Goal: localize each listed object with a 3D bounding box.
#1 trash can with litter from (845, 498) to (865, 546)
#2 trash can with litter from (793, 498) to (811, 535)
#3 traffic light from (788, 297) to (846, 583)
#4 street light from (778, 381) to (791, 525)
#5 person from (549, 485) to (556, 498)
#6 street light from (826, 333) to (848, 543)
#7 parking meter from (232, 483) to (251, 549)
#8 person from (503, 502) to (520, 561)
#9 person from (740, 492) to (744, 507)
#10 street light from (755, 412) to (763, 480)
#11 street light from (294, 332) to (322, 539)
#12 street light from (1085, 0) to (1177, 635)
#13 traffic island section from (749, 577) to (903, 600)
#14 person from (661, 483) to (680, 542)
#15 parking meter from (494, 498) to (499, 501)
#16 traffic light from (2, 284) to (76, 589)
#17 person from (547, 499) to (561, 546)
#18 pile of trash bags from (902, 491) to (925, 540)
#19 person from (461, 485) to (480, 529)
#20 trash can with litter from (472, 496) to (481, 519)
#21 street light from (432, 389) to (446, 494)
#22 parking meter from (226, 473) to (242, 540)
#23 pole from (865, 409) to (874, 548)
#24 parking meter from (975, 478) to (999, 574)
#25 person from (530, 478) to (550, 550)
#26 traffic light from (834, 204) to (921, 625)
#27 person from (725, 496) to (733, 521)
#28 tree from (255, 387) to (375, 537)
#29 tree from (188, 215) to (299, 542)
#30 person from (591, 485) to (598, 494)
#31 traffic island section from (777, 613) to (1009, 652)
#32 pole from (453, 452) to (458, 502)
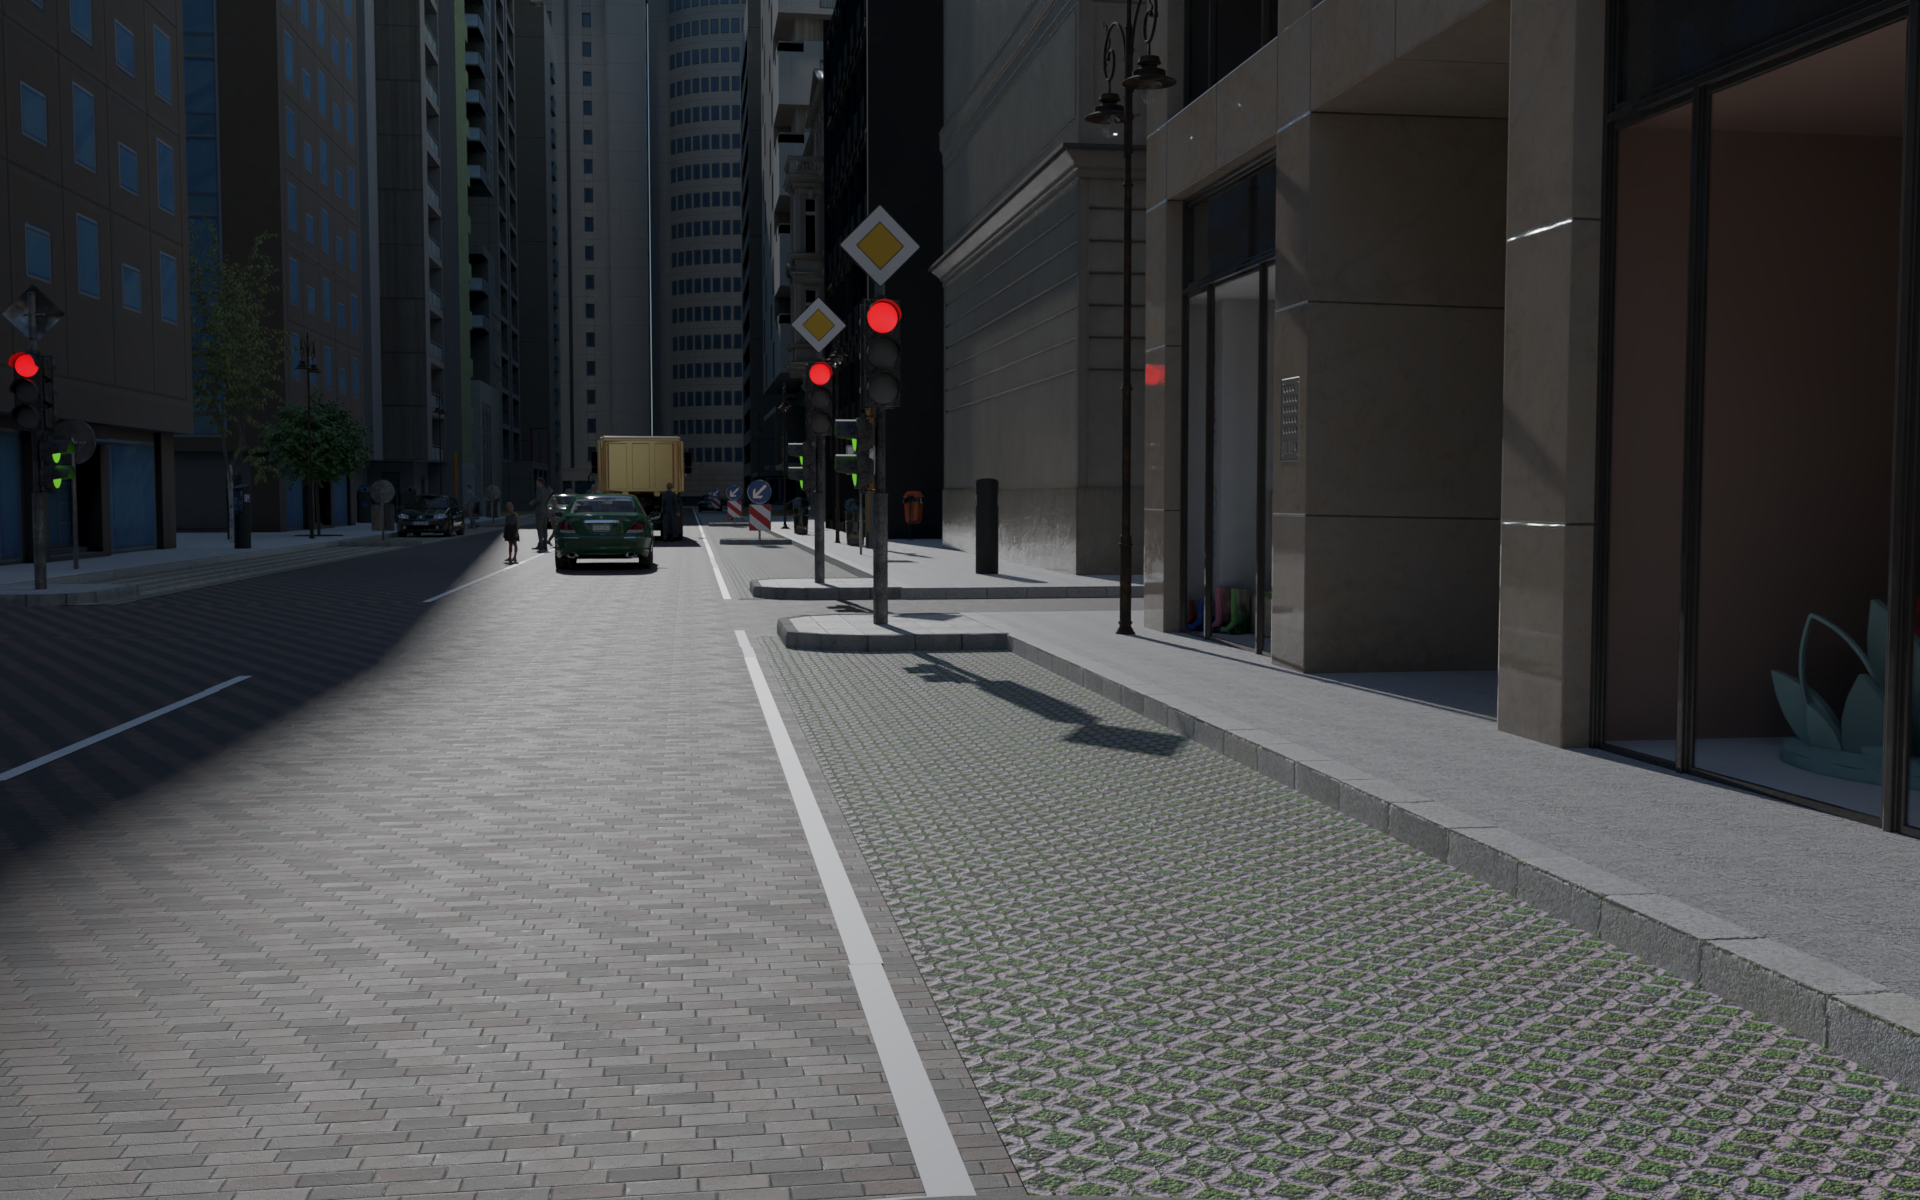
[{"bbox_3d":[-2.539,-1.942,43.144,0.624,1.170,1.055,-1,4,-9],"label":"trash can with litter"},{"bbox_3d":[-4.998,-2.677,55.164,0.624,1.170,1.055,-1,4,-11],"label":"trash can with litter"},{"bbox_3d":[-2.043,-2.199,24.870,0.839,4.253,0.868,-1,4,-9],"label":"traffic light"},{"bbox_3d":[-7.176,-5.998,70.848,0.468,5.910,1.993,-1,4,-9],"label":"street light"},{"bbox_3d":[-19.283,-4.497,81.807,0.755,1.850,0.659,-1,4,-21],"label":"person"},{"bbox_3d":[-3.207,-4.430,45.216,0.468,5.910,1.993,-1,4,-9],"label":"street light"},{"bbox_3d":[-16.888,-1.977,40.737,0.372,1.533,0.369,0,3,0],"label":"parking meter"},{"bbox_3d":[-9.579,-1.456,36.978,0.362,1.253,0.373,2,4,24],"label":"person"},{"bbox_3d":[-22.195,-10.364,178.675,1.217,1.735,0.721,1,4,20],"label":"person"},{"bbox_3d":[-11.362,-7.655,97.940,0.468,5.910,1.993,-1,4,-9],"label":"street light"},{"bbox_3d":[-18.622,-4.697,49.591,0.468,5.910,1.993,-1,4,-9],"label":"street light"},{"bbox_3d":[1.516,-2.625,15.703,0.468,5.910,1.993,-1,4,-9],"label":"street light"},{"bbox_3d":[-2.001,-0.166,24.990,2.009,0.180,2.903,-1,4,-9],"label":"traffic island section"},{"bbox_3d":[-8.633,-2.612,51.630,0.576,1.772,0.534,0,4,-7],"label":"person"},{"bbox_3d":[-25.027,-5.189,93.247,0.372,1.533,0.369,0,3,0],"label":"parking meter"},{"bbox_3d":[-12.375,-2.099,23.235,0.839,4.253,0.868,-1,4,-9],"label":"traffic light"},{"bbox_3d":[-11.118,-2.130,47.601,0.640,1.303,0.475,1,4,20],"label":"person"},{"bbox_3d":[0.022,-2.316,47.623,3.447,1.369,1.912,1,4,20],"label":"pile of trash bags"},{"bbox_3d":[-20.136,-3.822,71.104,0.853,1.813,0.709,0,4,-8],"label":"person"},{"bbox_3d":[-24.523,-4.673,87.797,0.624,1.170,1.055,-1,4,-23],"label":"trash can with litter"},{"bbox_3d":[-22.786,-6.309,75.946,0.468,5.910,1.993,-1,4,-9],"label":"street light"},{"bbox_3d":[-20.389,-2.626,48.649,0.255,1.863,0.399,1,4,19],"label":"parking meter"},{"bbox_3d":[-2.127,-2.873,40.824,0.158,3.312,0.155,0,3,0],"label":"pole"},{"bbox_3d":[0.434,-1.188,27.835,0.372,1.533,0.369,0,3,0],"label":"parking meter"},{"bbox_3d":[-10.904,-2.234,44.826,0.447,1.846,0.655,1,4,11],"label":"person"},{"bbox_3d":[-0.802,-1.716,16.981,0.839,4.253,0.868,-1,4,-9],"label":"traffic light"},{"bbox_3d":[-12.328,-5.133,92.990,0.524,1.755,0.480,-1,4,-20],"label":"person"},{"bbox_3d":[-19.705,-4.236,52.968,4.285,4.588,4.351,0,3,0],"label":"tree"},{"bbox_3d":[-19.315,-5.815,45.440,4.737,8.622,4.395,0,3,0],"label":"tree"},{"bbox_3d":[-14.396,-3.610,67.918,0.834,1.777,0.661,-2,4,-32],"label":"person"},{"bbox_3d":[-0.761,0.317,17.101,2.009,0.180,2.903,-1,4,-9],"label":"traffic island section"},{"bbox_3d":[-24.387,-5.499,83.749,0.158,3.312,0.155,0,3,0],"label":"pole"}]
